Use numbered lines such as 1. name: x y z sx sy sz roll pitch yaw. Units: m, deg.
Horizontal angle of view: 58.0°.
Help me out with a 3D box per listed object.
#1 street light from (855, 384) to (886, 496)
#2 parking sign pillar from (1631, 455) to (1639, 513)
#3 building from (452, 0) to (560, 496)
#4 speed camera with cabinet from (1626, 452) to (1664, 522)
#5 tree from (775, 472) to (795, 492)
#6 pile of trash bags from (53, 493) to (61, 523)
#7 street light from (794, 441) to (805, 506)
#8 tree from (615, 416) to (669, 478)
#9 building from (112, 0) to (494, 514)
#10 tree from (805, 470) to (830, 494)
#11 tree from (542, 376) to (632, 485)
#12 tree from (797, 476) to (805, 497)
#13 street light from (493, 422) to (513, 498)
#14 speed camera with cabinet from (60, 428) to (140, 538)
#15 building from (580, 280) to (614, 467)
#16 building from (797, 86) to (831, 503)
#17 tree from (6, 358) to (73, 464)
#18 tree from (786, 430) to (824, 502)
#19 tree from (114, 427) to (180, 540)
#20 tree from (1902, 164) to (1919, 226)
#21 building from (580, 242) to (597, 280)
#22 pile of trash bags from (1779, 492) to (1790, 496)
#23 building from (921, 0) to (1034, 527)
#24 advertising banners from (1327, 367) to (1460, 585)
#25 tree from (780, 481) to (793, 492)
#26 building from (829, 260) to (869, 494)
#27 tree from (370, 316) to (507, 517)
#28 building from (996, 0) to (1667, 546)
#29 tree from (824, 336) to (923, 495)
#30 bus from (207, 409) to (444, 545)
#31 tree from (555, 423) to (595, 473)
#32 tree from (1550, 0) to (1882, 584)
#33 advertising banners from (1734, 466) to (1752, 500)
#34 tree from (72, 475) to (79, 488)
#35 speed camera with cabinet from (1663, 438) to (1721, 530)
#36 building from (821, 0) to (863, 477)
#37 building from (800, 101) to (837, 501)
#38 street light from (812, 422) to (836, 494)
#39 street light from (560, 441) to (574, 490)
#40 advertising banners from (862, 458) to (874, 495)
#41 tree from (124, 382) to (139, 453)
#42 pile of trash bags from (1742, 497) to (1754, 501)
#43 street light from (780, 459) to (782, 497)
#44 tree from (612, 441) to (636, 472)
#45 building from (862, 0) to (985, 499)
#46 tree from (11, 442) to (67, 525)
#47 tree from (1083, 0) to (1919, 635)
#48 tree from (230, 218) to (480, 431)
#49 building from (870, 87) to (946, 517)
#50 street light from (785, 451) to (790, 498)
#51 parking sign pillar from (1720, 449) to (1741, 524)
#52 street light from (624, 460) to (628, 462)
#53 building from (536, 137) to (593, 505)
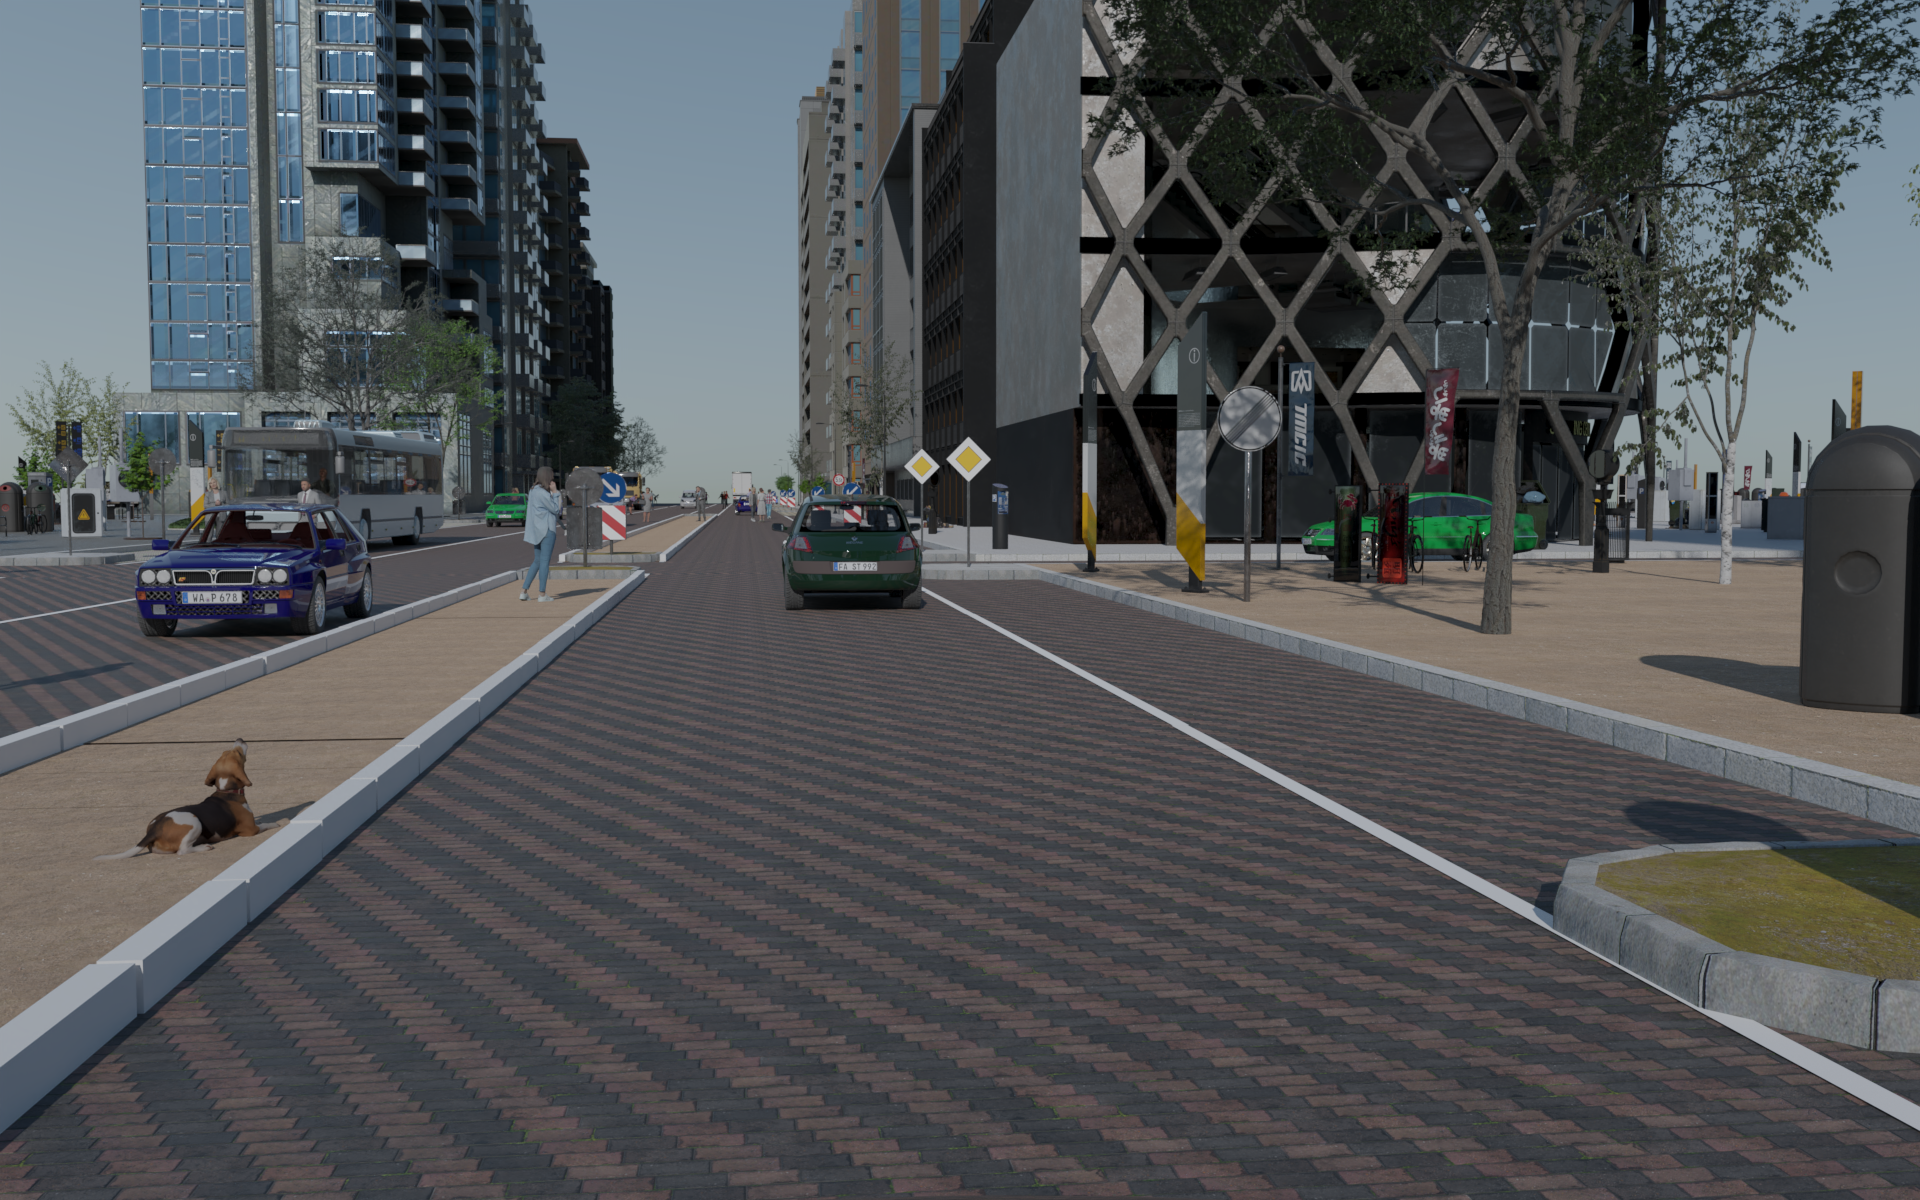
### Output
1. street light: -3.719 -6.157 73.210 1.470 5.913 1.316 0 4 -7
2. parking sign pillar: 46.082 -7.952 118.489 1.447 3.967 1.447 1 4 13
3. building: -49.149 -32.758 155.195 23.786 49.044 30.456 0 4 -7
4. speed camera with cabinet: 31.977 -5.266 80.432 0.660 3.252 2.038 -3 4 -38
5. tree: -26.458 -17.038 262.286 4.285 4.588 4.351 0 3 0
6. pile of trash bags: -39.810 -4.124 77.178 1.912 1.369 3.447 0 4 1
7. street light: -13.389 -10.879 150.410 1.470 5.913 1.316 0 4 -7
8. tree: -50.177 -21.890 268.273 12.009 13.543 11.850 0 3 0
9. building: -45.165 -49.529 122.477 22.319 86.520 31.000 0 4 -7
10. tree: -11.145 -8.819 138.791 1.663 3.219 1.824 0 3 0
11. tree: -39.838 -17.017 184.877 9.857 13.997 8.962 0 3 0
12. tree: -16.350 -11.547 183.387 1.663 3.219 1.824 0 3 0
13. street light: -29.585 -8.533 112.048 1.470 5.913 1.316 0 4 -7
14. speed camera with cabinet: -25.502 -3.488 51.360 2.038 3.252 0.660 -3 5 -44
15. building: -53.525 -28.014 229.737 14.160 30.474 14.107 0 4 -7
16. building: -13.537 -43.802 258.162 21.231 58.520 28.212 0 4 -7
17. tree: -48.262 -8.702 92.644 4.737 8.622 4.395 0 3 0
18. tree: -17.679 -15.005 195.691 4.360 8.622 3.978 0 3 0
19. tree: -23.128 -3.312 48.759 1.663 3.219 1.824 0 3 0
20. tree: 15.548 -4.478 23.576 4.737 8.622 4.395 0 3 0
21. building: -65.114 -33.963 247.172 32.217 40.220 23.993 0 4 -7
22. pile of trash bags: 39.349 -4.431 82.195 1.912 1.369 3.447 2 4 33
23. building: 5.270 -15.024 75.312 12.332 23.373 15.834 0 4 -7
24. advertising banners: 6.142 -1.739 24.618 0.090 3.025 2.074 -3 5 -44
25. tree: -25.385 -15.712 251.489 1.663 3.219 1.824 0 3 0
26. building: 3.697 -18.291 144.094 27.650 21.520 28.899 0 4 -7
27. tree: -29.436 -10.518 97.727 9.928 11.665 9.643 0 3 0
28. building: 10.524 -11.135 49.504 16.811 18.784 16.820 0 4 -7
29. tree: -3.858 -7.909 79.667 4.360 8.622 3.978 0 3 0
30. bus: -16.178 -3.087 45.332 2.948 3.499 13.247 0 4 -5
31. tree: -38.955 -13.810 176.147 4.360 8.622 3.978 0 3 0
32. tree: 10.855 -4.546 24.687 4.360 8.622 3.978 0 3 0
33. advertising banners: 47.991 -6.787 107.161 0.090 3.025 2.074 -3 4 -37
34. tree: -37.817 -4.794 72.987 1.663 3.219 1.824 0 3 0
35. speed camera with cabinet: 26.229 -4.128 61.831 2.038 3.252 0.660 -2 4 -25
36. building: -1.899 -33.820 172.568 23.786 49.044 30.456 0 4 -7
37. building: -8.040 -35.940 211.317 21.300 48.544 21.600 0 4 -7
38. street light: -8.650 -8.558 112.459 1.470 5.913 1.316 0 4 -7
39. street light: -34.241 -10.899 150.742 1.470 5.913 1.316 0 4 -7
40. advertising banners: -4.450 -5.334 83.404 0.090 3.025 2.074 -1 4 -16
41. tree: -51.914 -9.441 104.730 4.737 8.622 4.395 0 3 0
42. pile of trash bags: 43.192 -5.386 97.819 3.447 1.369 1.912 2 4 29
43. street light: -23.591 -15.885 232.258 1.470 5.913 1.316 0 4 -7
44. tree: -43.673 -16.567 221.227 4.737 8.622 4.395 0 3 0
45. building: 0.577 -28.819 121.303 14.600 45.320 14.200 0 4 -7
46. tree: -34.578 -4.289 64.722 1.663 3.219 1.824 0 3 0
47. tree: 4.759 -4.948 15.310 8.767 10.594 7.601 2 4 25
48. tree: -26.857 -10.212 77.341 12.009 13.543 11.850 0 3 0
49. building: 2.996 -17.131 99.161 14.314 24.678 30.058 0 4 -7
50. street light: -18.136 -13.228 188.815 1.470 5.913 1.316 0 4 -7
51. parking sign pillar: 33.017 -5.257 74.425 1.447 3.967 1.447 2 4 27
52. street light: -44.645 -15.946 233.251 1.470 5.913 1.316 0 4 -7
53. building: -55.948 -33.801 207.276 22.147 44.769 28.867 0 4 -7
